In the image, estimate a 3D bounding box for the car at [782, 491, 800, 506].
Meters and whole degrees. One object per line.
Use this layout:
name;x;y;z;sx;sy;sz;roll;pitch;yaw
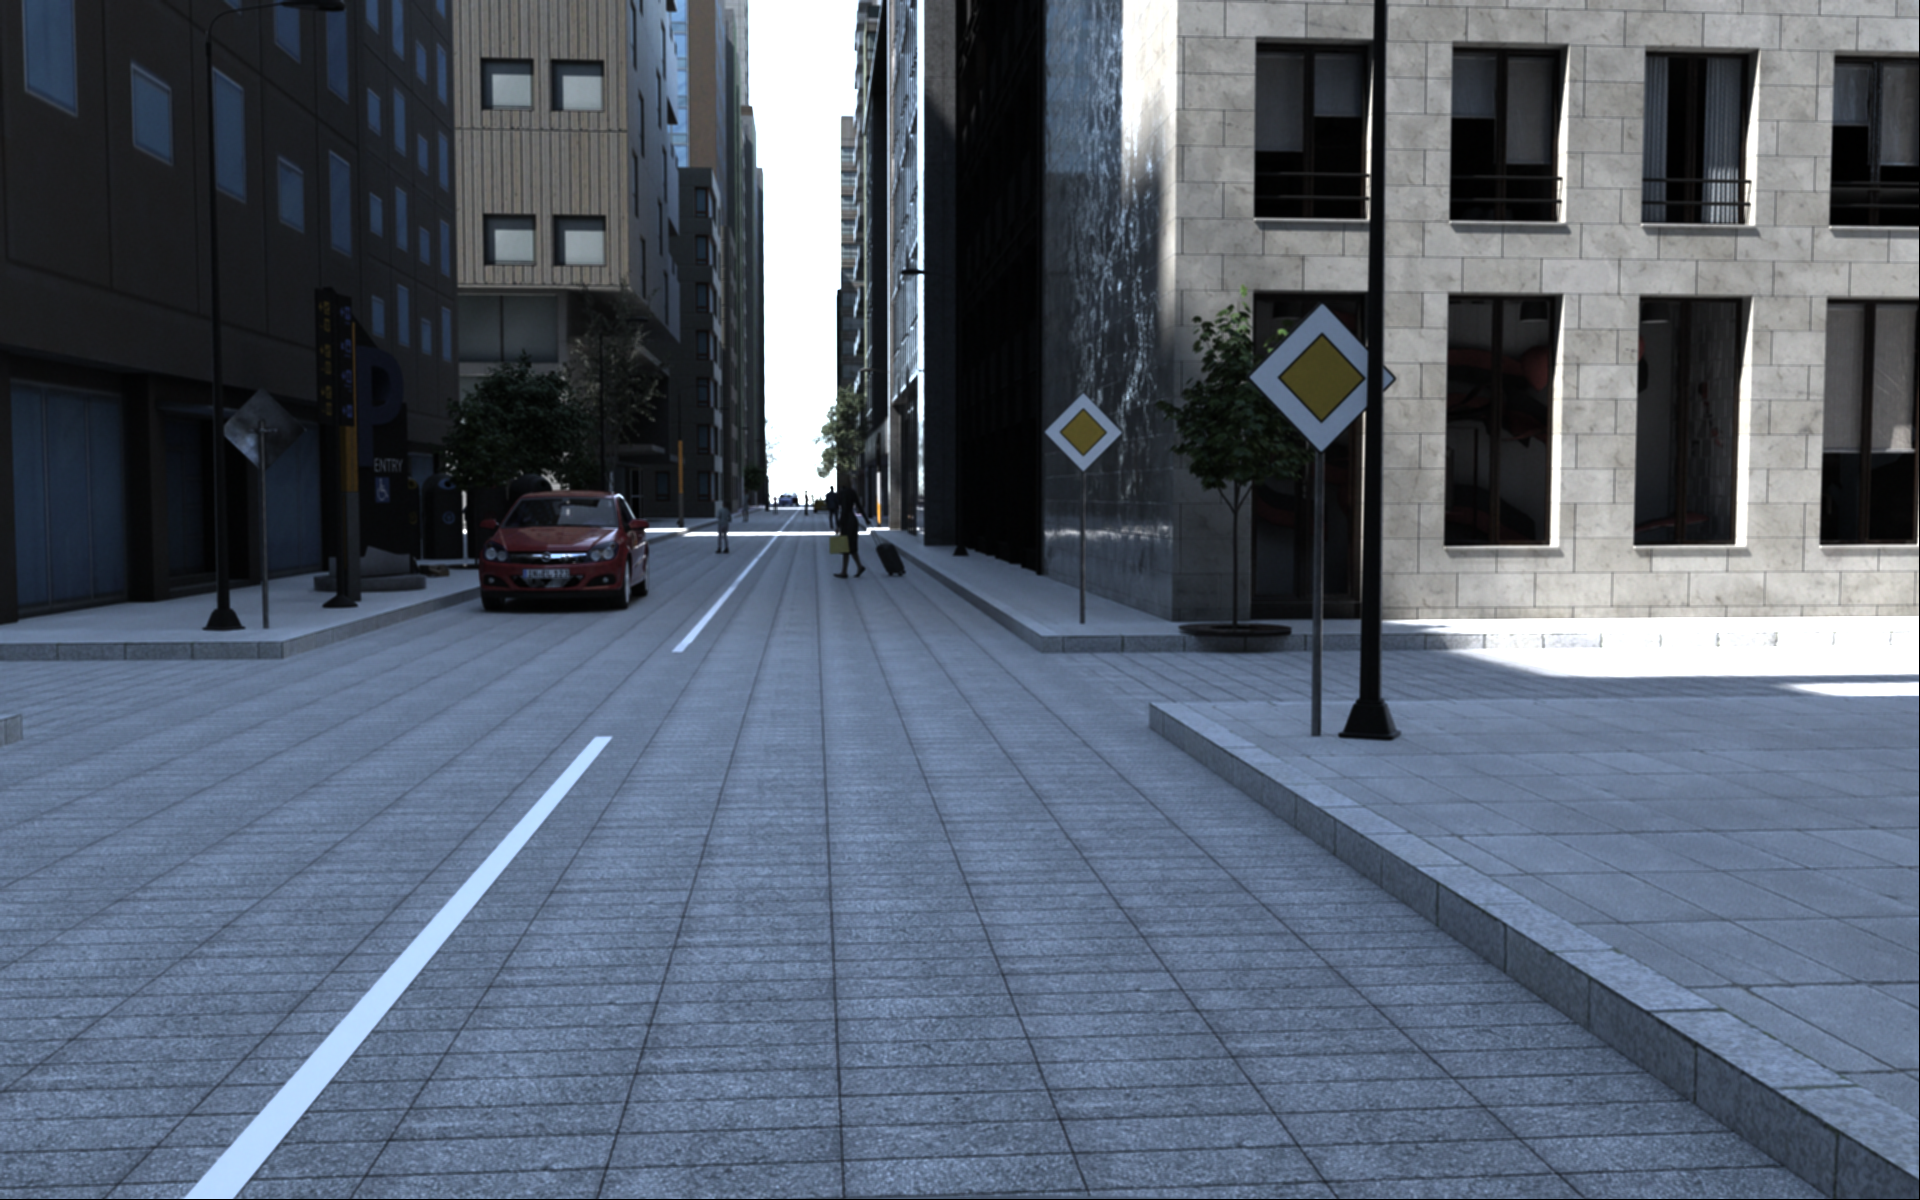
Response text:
car;-20.541;-12.296;209.709;2.281;1.827;5.304;0;4;-4

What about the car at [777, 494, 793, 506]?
car;-20.675;-11.944;204.878;1.945;1.707;3.694;0;4;-5

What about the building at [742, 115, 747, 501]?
building;-26.841;-28.841;155.149;14.154;41.232;14.086;0;4;-5

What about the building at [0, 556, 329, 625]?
building;-16.448;-22.690;21.089;14.600;45.320;14.200;0;4;-5

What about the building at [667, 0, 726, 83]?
building;-24.325;-29.132;126.413;14.600;45.320;14.200;0;4;-5

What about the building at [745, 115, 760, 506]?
building;-28.690;-30.433;181.169;14.154;41.232;14.086;0;4;-5

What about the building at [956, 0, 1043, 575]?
building;6.689;-12.560;35.036;12.332;23.373;15.834;0;4;-5

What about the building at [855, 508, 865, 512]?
building;8.560;-26.588;126.597;32.217;40.220;23.993;0;4;-5

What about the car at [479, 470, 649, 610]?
car;-5.150;-0.844;22.846;2.155;1.783;4.494;0;4;-5

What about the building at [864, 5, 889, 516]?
building;1.046;-20.518;107.172;14.160;30.474;14.107;0;4;-5

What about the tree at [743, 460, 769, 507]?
tree;-20.017;-11.176;166.448;4.285;4.588;4.351;0;3;0

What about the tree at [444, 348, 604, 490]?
tree;-9.737;-3.377;38.923;4.285;4.588;4.351;0;3;0

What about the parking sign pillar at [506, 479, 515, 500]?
parking sign pillar;-15.498;-4.227;57.584;1.447;3.967;1.447;0;4;6

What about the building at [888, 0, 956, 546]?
building;4.248;-14.353;52.700;12.078;24.808;19.932;0;4;-5

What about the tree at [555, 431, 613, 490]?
tree;-11.420;-3.482;51.524;1.663;3.219;1.824;0;3;0

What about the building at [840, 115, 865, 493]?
building;-6.169;-31.012;190.647;14.154;41.232;14.086;0;4;-5

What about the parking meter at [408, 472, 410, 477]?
parking meter;-12.778;-2.077;39.667;0.399;1.863;0.255;0;4;4

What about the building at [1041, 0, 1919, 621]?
building;10.071;-10.270;22.663;16.860;20.320;10.420;0;4;-5

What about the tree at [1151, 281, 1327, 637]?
tree;2.533;-1.296;15.795;1.663;3.219;1.824;0;3;0

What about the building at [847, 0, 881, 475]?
building;1.968;-32.626;153.039;23.786;49.044;30.456;0;4;-5

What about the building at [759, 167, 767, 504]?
building;-30.848;-32.193;209.948;14.154;41.232;14.086;0;4;-5

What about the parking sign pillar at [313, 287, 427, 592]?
parking sign pillar;-7.948;-2.127;23.249;1.447;3.967;1.447;1;4;14

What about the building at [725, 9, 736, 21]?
building;-25.434;-27.986;141.158;14.154;41.232;14.086;0;4;-5

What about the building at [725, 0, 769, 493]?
building;-35.516;-48.181;226.015;20.563;71.187;20.611;0;4;-5

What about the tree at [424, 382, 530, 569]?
tree;-8.333;-2.154;29.813;1.663;3.219;1.824;0;3;0

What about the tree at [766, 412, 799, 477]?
tree;-28.055;-20.719;249.117;12.009;13.543;11.850;0;3;0

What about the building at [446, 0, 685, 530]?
building;-26.188;-29.540;72.214;28.713;52.752;27.495;0;4;-5

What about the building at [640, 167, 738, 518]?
building;-28.115;-15.914;105.230;27.650;21.520;28.899;0;4;-5

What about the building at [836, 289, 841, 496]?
building;-10.427;-28.878;243.850;14.160;30.474;14.107;0;4;-5

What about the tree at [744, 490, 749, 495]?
tree;-21.872;-10.984;174.182;1.663;3.219;1.824;0;3;0

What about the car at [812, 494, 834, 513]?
car;-10.332;-7.485;132.598;2.015;1.641;3.980;0;4;-4

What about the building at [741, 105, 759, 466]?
building;-29.900;-33.344;195.281;14.600;45.320;14.200;0;4;-5

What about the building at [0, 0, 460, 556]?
building;-21.506;-24.087;43.941;14.600;45.320;14.200;0;4;-5

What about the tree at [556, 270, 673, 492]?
tree;-11.606;-6.554;57.523;4.360;8.622;3.978;0;3;0

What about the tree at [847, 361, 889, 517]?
tree;-4.284;-8.871;95.399;4.360;8.622;3.978;0;3;0

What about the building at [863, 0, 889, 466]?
building;3.250;-15.816;77.657;14.314;24.678;30.058;0;4;-5
